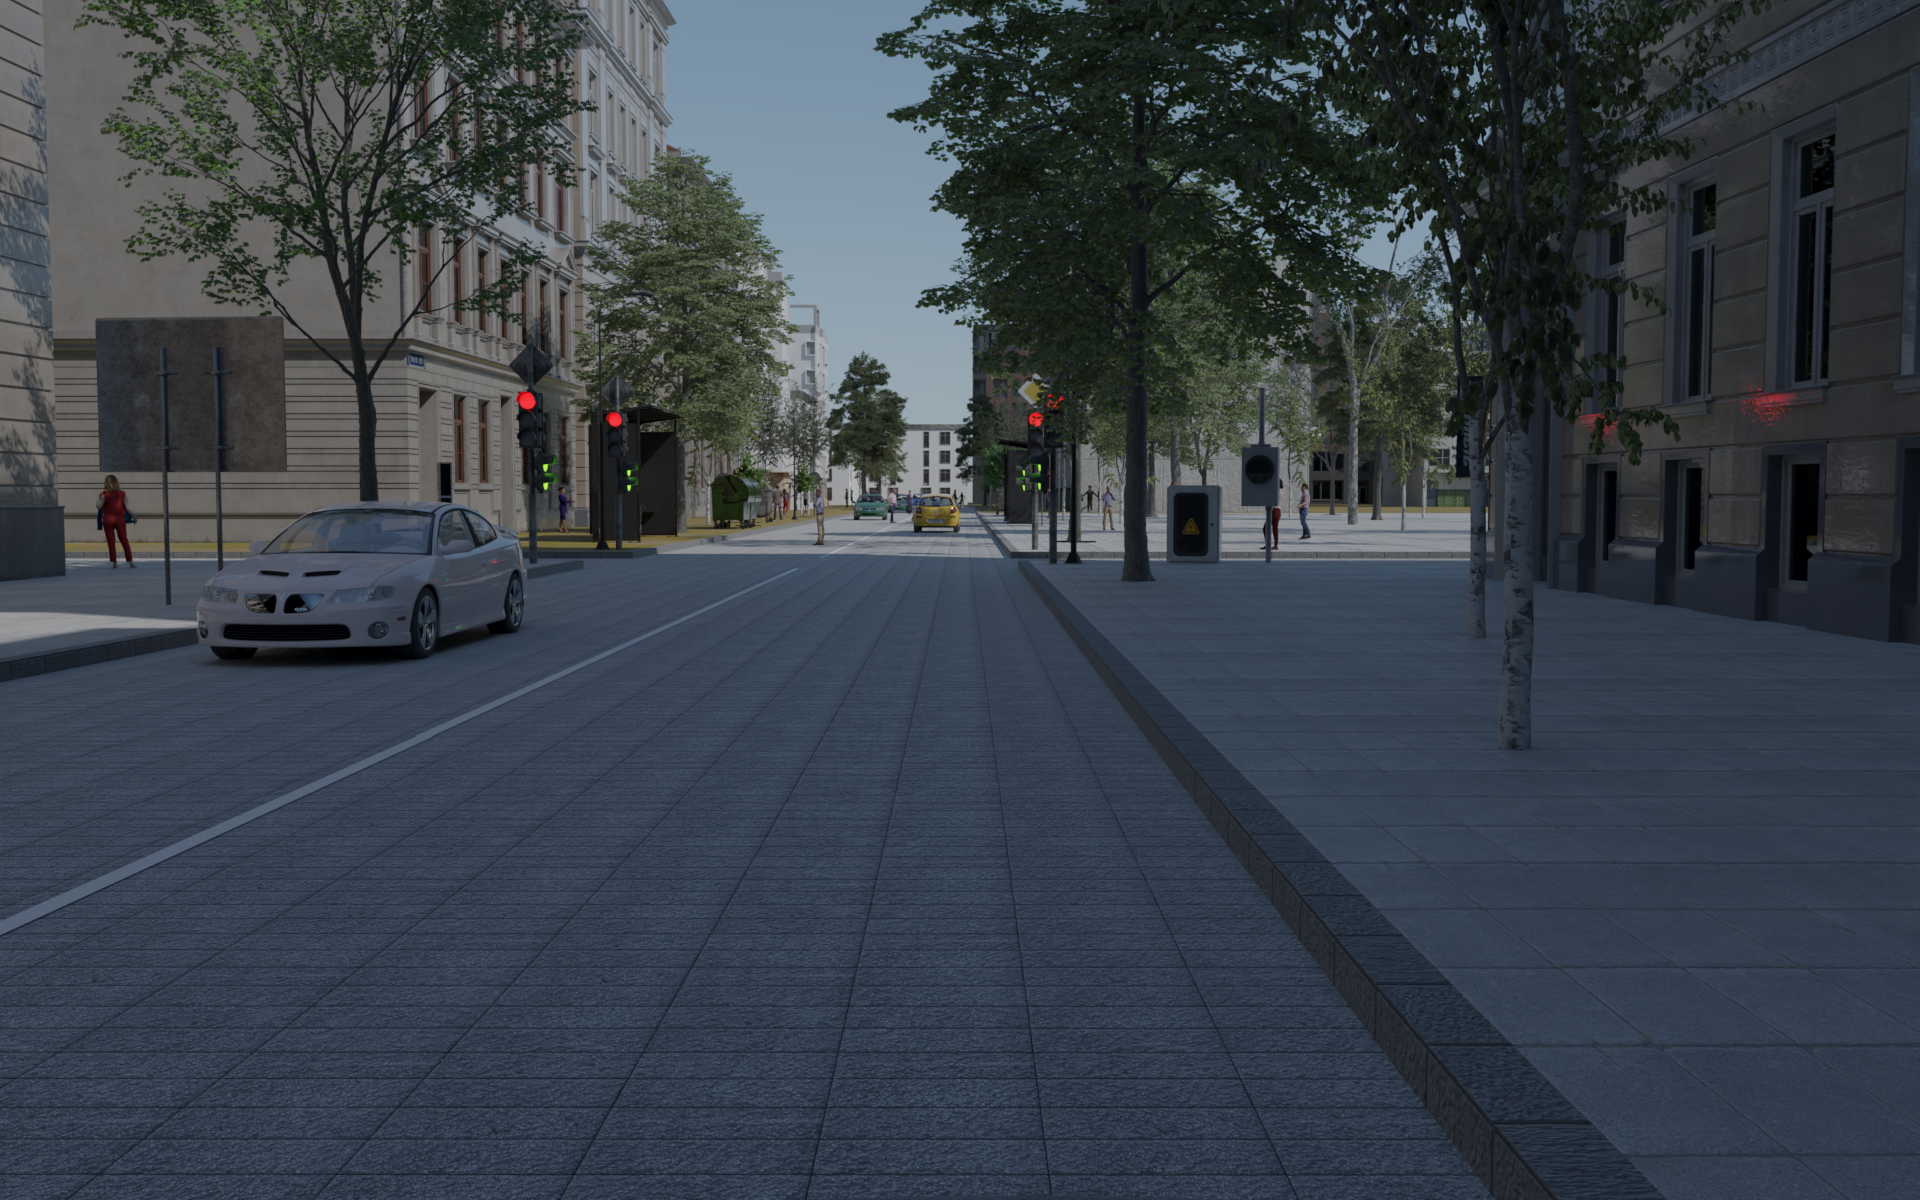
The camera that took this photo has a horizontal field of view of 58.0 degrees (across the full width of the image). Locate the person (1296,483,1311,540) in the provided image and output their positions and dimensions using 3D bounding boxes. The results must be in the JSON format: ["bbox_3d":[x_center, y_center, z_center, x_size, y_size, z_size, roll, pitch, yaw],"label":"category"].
[{"bbox_3d":[9.644,-2.486,48.653,0.435,1.587,0.963,0,4,6],"label":"person"}]

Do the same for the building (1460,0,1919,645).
[{"bbox_3d":[14.239,-14.078,16.072,13.634,28.700,20.117,0,3,0],"label":"building"}]

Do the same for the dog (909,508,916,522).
[{"bbox_3d":[-2.428,-4.464,89.818,0.800,0.831,0.513,-1,4,-20],"label":"dog"}]

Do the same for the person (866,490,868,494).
[{"bbox_3d":[-8.389,-9.002,154.687,0.415,1.643,0.593,-1,4,-20],"label":"person"}]

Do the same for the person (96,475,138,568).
[{"bbox_3d":[-14.598,-1.359,29.964,0.593,1.614,0.444,0,4,-5],"label":"person"}]

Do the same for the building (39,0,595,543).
[{"bbox_3d":[-19.423,-13.357,54.548,11.583,22.565,21.152,0,3,0],"label":"building"}]

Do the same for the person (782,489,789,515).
[{"bbox_3d":[-10.718,-6.045,106.582,0.444,1.614,0.593,0,4,-5],"label":"person"}]

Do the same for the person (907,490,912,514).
[{"bbox_3d":[-3.607,-6.999,123.857,0.530,1.710,0.541,3,4,39],"label":"person"}]

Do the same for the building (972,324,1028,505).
[{"bbox_3d":[17.917,-22.939,219.034,32.646,21.610,27.936,0,3,0],"label":"building"}]

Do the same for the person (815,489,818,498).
[{"bbox_3d":[-14.079,-10.049,170.335,0.705,1.826,1.348,-2,4,-23],"label":"person"}]

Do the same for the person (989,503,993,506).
[{"bbox_3d":[3.413,-11.212,190.278,0.530,1.710,0.541,1,4,18],"label":"person"}]

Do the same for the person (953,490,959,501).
[{"bbox_3d":[-0.393,-8.457,146.787,0.705,1.821,1.348,-1,4,-15],"label":"person"}]

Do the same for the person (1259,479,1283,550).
[{"bbox_3d":[7.124,-1.975,39.798,0.566,1.644,0.517,2,4,26],"label":"person"}]

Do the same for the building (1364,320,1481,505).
[{"bbox_3d":[50.792,-22.846,217.499,32.646,21.610,27.936,0,3,0],"label":"building"}]

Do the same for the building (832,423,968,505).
[{"bbox_3d":[-12.998,-16.300,208.645,28.070,9.664,9.099,0,3,0],"label":"building"}]

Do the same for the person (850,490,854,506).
[{"bbox_3d":[-11.707,-10.962,186.062,0.721,1.735,1.217,0,4,-6],"label":"person"}]

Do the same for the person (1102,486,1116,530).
[{"bbox_3d":[5.285,-3.264,61.464,0.516,1.574,0.319,-1,4,-15],"label":"person"}]

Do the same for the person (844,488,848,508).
[{"bbox_3d":[-10.667,-9.575,162.724,0.705,1.807,1.348,0,4,3],"label":"person"}]

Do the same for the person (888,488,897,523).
[{"bbox_3d":[-3.304,-4.702,86.318,0.436,1.711,0.756,3,4,38],"label":"person"}]

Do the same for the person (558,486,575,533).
[{"bbox_3d":[-12.923,-2.964,56.868,0.546,1.535,0.453,-1,4,-19],"label":"person"}]

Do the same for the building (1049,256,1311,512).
[{"bbox_3d":[16.230,-16.567,137.332,16.747,18.905,31.486,0,3,0],"label":"building"}]

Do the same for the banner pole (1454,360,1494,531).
[{"bbox_3d":[9.653,-2.585,32.280,0.863,3.779,0.401,1,4,16],"label":"banner pole"}]

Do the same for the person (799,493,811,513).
[{"bbox_3d":[-10.592,-6.843,118.713,1.217,1.735,0.721,3,5,43],"label":"person"}]

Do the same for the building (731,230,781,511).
[{"bbox_3d":[-21.371,-16.202,121.315,16.016,20.091,11.380,0,3,0],"label":"building"}]

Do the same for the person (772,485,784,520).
[{"bbox_3d":[-9.066,-4.842,86.030,0.655,1.722,0.431,0,4,-4],"label":"person"}]

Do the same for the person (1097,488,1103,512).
[{"bbox_3d":[9.822,-7.044,121.236,0.705,1.821,1.348,-1,4,-11],"label":"person"}]

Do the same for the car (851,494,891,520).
[{"bbox_3d":[-4.963,-5.169,96.308,2.131,1.459,4.920,0,4,-1],"label":"car"}]

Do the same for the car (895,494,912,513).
[{"bbox_3d":[-4.669,-7.351,131.992,2.131,1.459,4.920,0,4,2],"label":"car"}]

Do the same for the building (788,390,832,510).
[{"bbox_3d":[-17.284,-12.965,154.125,9.099,9.664,28.070,0,3,0],"label":"building"}]

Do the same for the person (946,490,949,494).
[{"bbox_3d":[-1.284,-11.190,191.319,0.599,1.838,0.709,0,4,5],"label":"person"}]

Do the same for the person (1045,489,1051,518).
[{"bbox_3d":[4.741,-5.094,91.535,0.429,1.552,0.499,0,4,-7],"label":"person"}]

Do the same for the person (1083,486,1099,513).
[{"bbox_3d":[8.854,-6.882,118.190,1.348,1.869,0.705,1,4,20],"label":"person"}]

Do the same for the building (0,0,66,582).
[{"bbox_3d":[-26.161,-13.669,20.747,25.104,27.353,12.463,0,3,0],"label":"building"}]

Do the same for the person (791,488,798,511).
[{"bbox_3d":[-12.510,-7.599,130.738,0.568,1.767,0.683,-1,4,-21],"label":"person"}]

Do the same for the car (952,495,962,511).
[{"bbox_3d":[-0.902,-4.590,87.051,2.014,1.417,4.499,0,4,1],"label":"car"}]

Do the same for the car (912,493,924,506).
[{"bbox_3d":[-4.111,-10.115,174.965,1.945,1.707,3.694,0,3,0],"label":"car"}]

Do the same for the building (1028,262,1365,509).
[{"bbox_3d":[21.542,-19.894,169.248,27.936,21.610,32.646,0,3,0],"label":"building"}]

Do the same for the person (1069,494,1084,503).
[{"bbox_3d":[4.049,-3.192,60.444,0.429,1.552,0.499,-3,5,-44],"label":"person"}]

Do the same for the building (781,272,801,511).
[{"bbox_3d":[-21.137,-16.985,134.122,16.016,20.091,11.380,0,3,0],"label":"building"}]

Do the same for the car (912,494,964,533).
[{"bbox_3d":[-0.852,-3.386,65.581,2.015,1.641,3.980,0,4,1],"label":"car"}]

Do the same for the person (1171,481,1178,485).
[{"bbox_3d":[5.756,-2.330,45.836,0.444,1.614,0.593,0,4,-7],"label":"person"}]

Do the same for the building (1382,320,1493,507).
[{"bbox_3d":[61.345,-19.064,178.152,31.486,18.905,16.747,0,3,0],"label":"building"}]

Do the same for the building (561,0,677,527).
[{"bbox_3d":[-20.600,-17.731,75.804,13.634,28.700,20.117,0,3,0],"label":"building"}]

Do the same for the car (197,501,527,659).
[{"bbox_3d":[-5.527,-0.257,16.563,2.083,1.381,4.827,0,4,1],"label":"car"}]

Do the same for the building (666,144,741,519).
[{"bbox_3d":[-19.177,-15.976,97.360,11.583,22.565,21.152,0,3,0],"label":"building"}]

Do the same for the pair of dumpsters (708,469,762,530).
[{"bbox_3d":[-8.396,-3.798,64.595,1.574,2.255,4.436,0,3,0],"label":"pair of dumpsters"}]

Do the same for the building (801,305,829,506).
[{"bbox_3d":[-19.593,-19.753,179.373,11.380,20.091,16.016,0,3,0],"label":"building"}]
